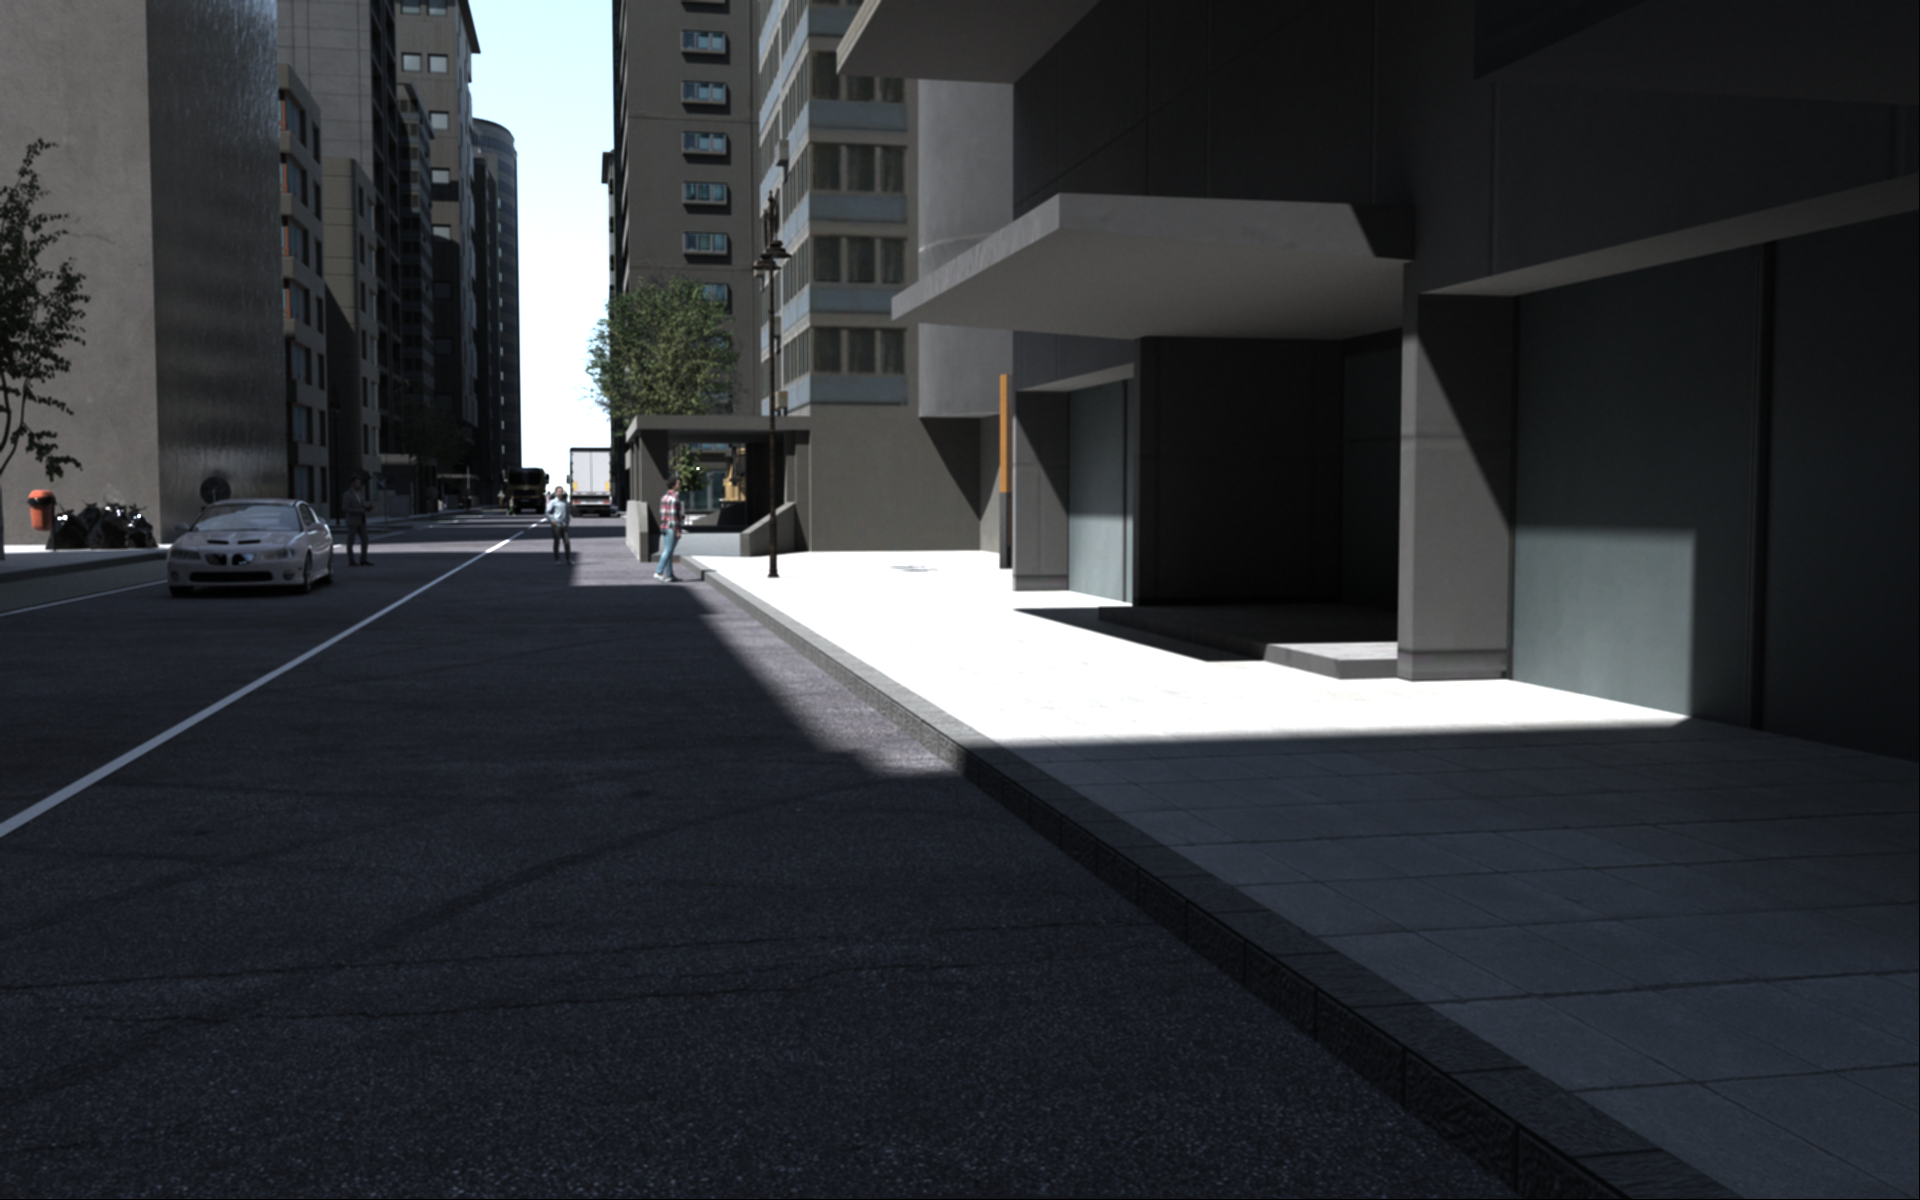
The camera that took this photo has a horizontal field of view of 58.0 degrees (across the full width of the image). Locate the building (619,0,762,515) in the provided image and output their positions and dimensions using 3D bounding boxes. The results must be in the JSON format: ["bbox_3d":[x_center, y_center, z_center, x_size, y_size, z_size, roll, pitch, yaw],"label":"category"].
[{"bbox_3d":[-11.736,-30.128,116.292,21.300,48.544,21.600,-1,4,-12],"label":"building"}]

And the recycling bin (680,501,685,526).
[{"bbox_3d":[-10.175,-2.970,61.113,0.722,1.027,0.722,-2,4,-31],"label":"recycling bin"}]

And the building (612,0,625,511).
[{"bbox_3d":[-20.957,-27.971,140.925,14.154,41.232,14.086,-1,4,-12],"label":"building"}]

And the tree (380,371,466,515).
[{"bbox_3d":[-32.628,-9.379,103.711,4.360,8.622,3.978,0,3,0],"label":"tree"}]

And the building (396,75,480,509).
[{"bbox_3d":[-59.658,-28.149,152.124,32.217,40.220,23.993,-1,4,-12],"label":"building"}]

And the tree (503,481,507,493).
[{"bbox_3d":[-58.043,-13.741,219.269,1.663,3.219,1.824,0,3,0],"label":"tree"}]

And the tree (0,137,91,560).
[{"bbox_3d":[-18.618,-5.068,33.223,4.737,8.622,4.395,0,3,0],"label":"tree"}]

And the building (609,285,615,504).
[{"bbox_3d":[-41.450,-28.663,240.336,14.160,30.474,14.107,-1,4,-12],"label":"building"}]

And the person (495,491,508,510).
[{"bbox_3d":[-41.404,-8.999,156.369,1.217,1.736,0.721,-1,4,-9],"label":"person"}]

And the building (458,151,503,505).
[{"bbox_3d":[-60.804,-31.620,200.584,14.154,41.232,14.086,-1,4,-12],"label":"building"}]

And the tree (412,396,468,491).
[{"bbox_3d":[-39.139,-10.948,129.366,4.737,8.622,4.395,0,3,0],"label":"tree"}]

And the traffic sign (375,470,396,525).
[{"bbox_3d":[-23.595,-4.131,71.178,0.795,2.450,0.064,-1,4,-12],"label":"traffic sign"}]

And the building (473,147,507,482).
[{"bbox_3d":[-74.705,-37.796,237.570,23.786,49.044,30.456,-1,4,-12],"label":"building"}]

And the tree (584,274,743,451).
[{"bbox_3d":[-13.814,-9.485,80.843,9.928,11.665,9.643,0,3,0],"label":"tree"}]

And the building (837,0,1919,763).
[{"bbox_3d":[14.086,-25.842,11.763,28.713,52.752,27.495,-1,4,-12],"label":"building"}]

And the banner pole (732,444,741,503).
[{"bbox_3d":[-8.197,-4.498,63.557,0.401,3.779,0.863,1,4,18],"label":"banner pole"}]

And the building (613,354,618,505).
[{"bbox_3d":[-25.007,-21.503,196.605,27.650,21.520,28.899,-1,4,-12],"label":"building"}]

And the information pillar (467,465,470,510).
[{"bbox_3d":[-39.940,-9.125,140.547,0.183,3.616,0.504,-1,4,-13],"label":"information pillar"}]

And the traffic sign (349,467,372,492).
[{"bbox_3d":[-21.922,-3.653,63.370,0.795,2.450,0.064,-1,4,-12],"label":"traffic sign"}]

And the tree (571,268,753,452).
[{"bbox_3d":[-16.182,-11.254,94.374,12.009,13.543,11.850,0,3,0],"label":"tree"}]

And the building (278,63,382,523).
[{"bbox_3d":[-43.459,-14.442,81.166,27.650,21.520,28.899,-1,4,-12],"label":"building"}]

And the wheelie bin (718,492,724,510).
[{"bbox_3d":[-10.218,-4.189,76.392,0.693,1.594,0.980,-3,5,-44],"label":"wheelie bin"}]

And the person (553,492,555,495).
[{"bbox_3d":[-63.182,-15.876,268.792,1.217,1.743,0.721,2,4,27],"label":"person"}]

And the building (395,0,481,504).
[{"bbox_3d":[-64.364,-36.004,177.901,28.713,52.752,27.495,-1,4,-12],"label":"building"}]

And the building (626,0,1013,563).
[{"bbox_3d":[7.593,-21.610,45.202,32.217,40.220,23.993,-1,4,-12],"label":"building"}]

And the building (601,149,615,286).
[{"bbox_3d":[-39.163,-41.121,261.568,28.713,52.752,27.495,-1,4,-12],"label":"building"}]

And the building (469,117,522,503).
[{"bbox_3d":[-79.171,-44.333,266.839,21.231,58.520,28.212,-1,4,-12],"label":"building"}]

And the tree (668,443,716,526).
[{"bbox_3d":[-9.894,-4.175,62.861,1.663,3.219,1.824,0,3,0],"label":"tree"}]

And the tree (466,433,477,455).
[{"bbox_3d":[-40.183,-11.297,135.061,4.360,8.622,3.978,0,3,0],"label":"tree"}]

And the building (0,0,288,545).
[{"bbox_3d":[-38.968,-14.960,49.105,34.151,26.468,19.350,-1,4,-12],"label":"building"}]

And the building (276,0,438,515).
[{"bbox_3d":[-45.611,-41.246,112.624,20.563,71.187,20.611,-1,4,-12],"label":"building"}]

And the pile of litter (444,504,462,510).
[{"bbox_3d":[-42.065,-7.957,144.055,1.719,0.858,1.176,-1,4,-19],"label":"pile of litter"}]

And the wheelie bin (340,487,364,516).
[{"bbox_3d":[-26.954,-4.212,76.782,0.980,1.594,0.693,-2,4,-28],"label":"wheelie bin"}]

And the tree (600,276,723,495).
[{"bbox_3d":[-9.657,-6.564,57.689,4.737,8.622,4.395,0,3,0],"label":"tree"}]
